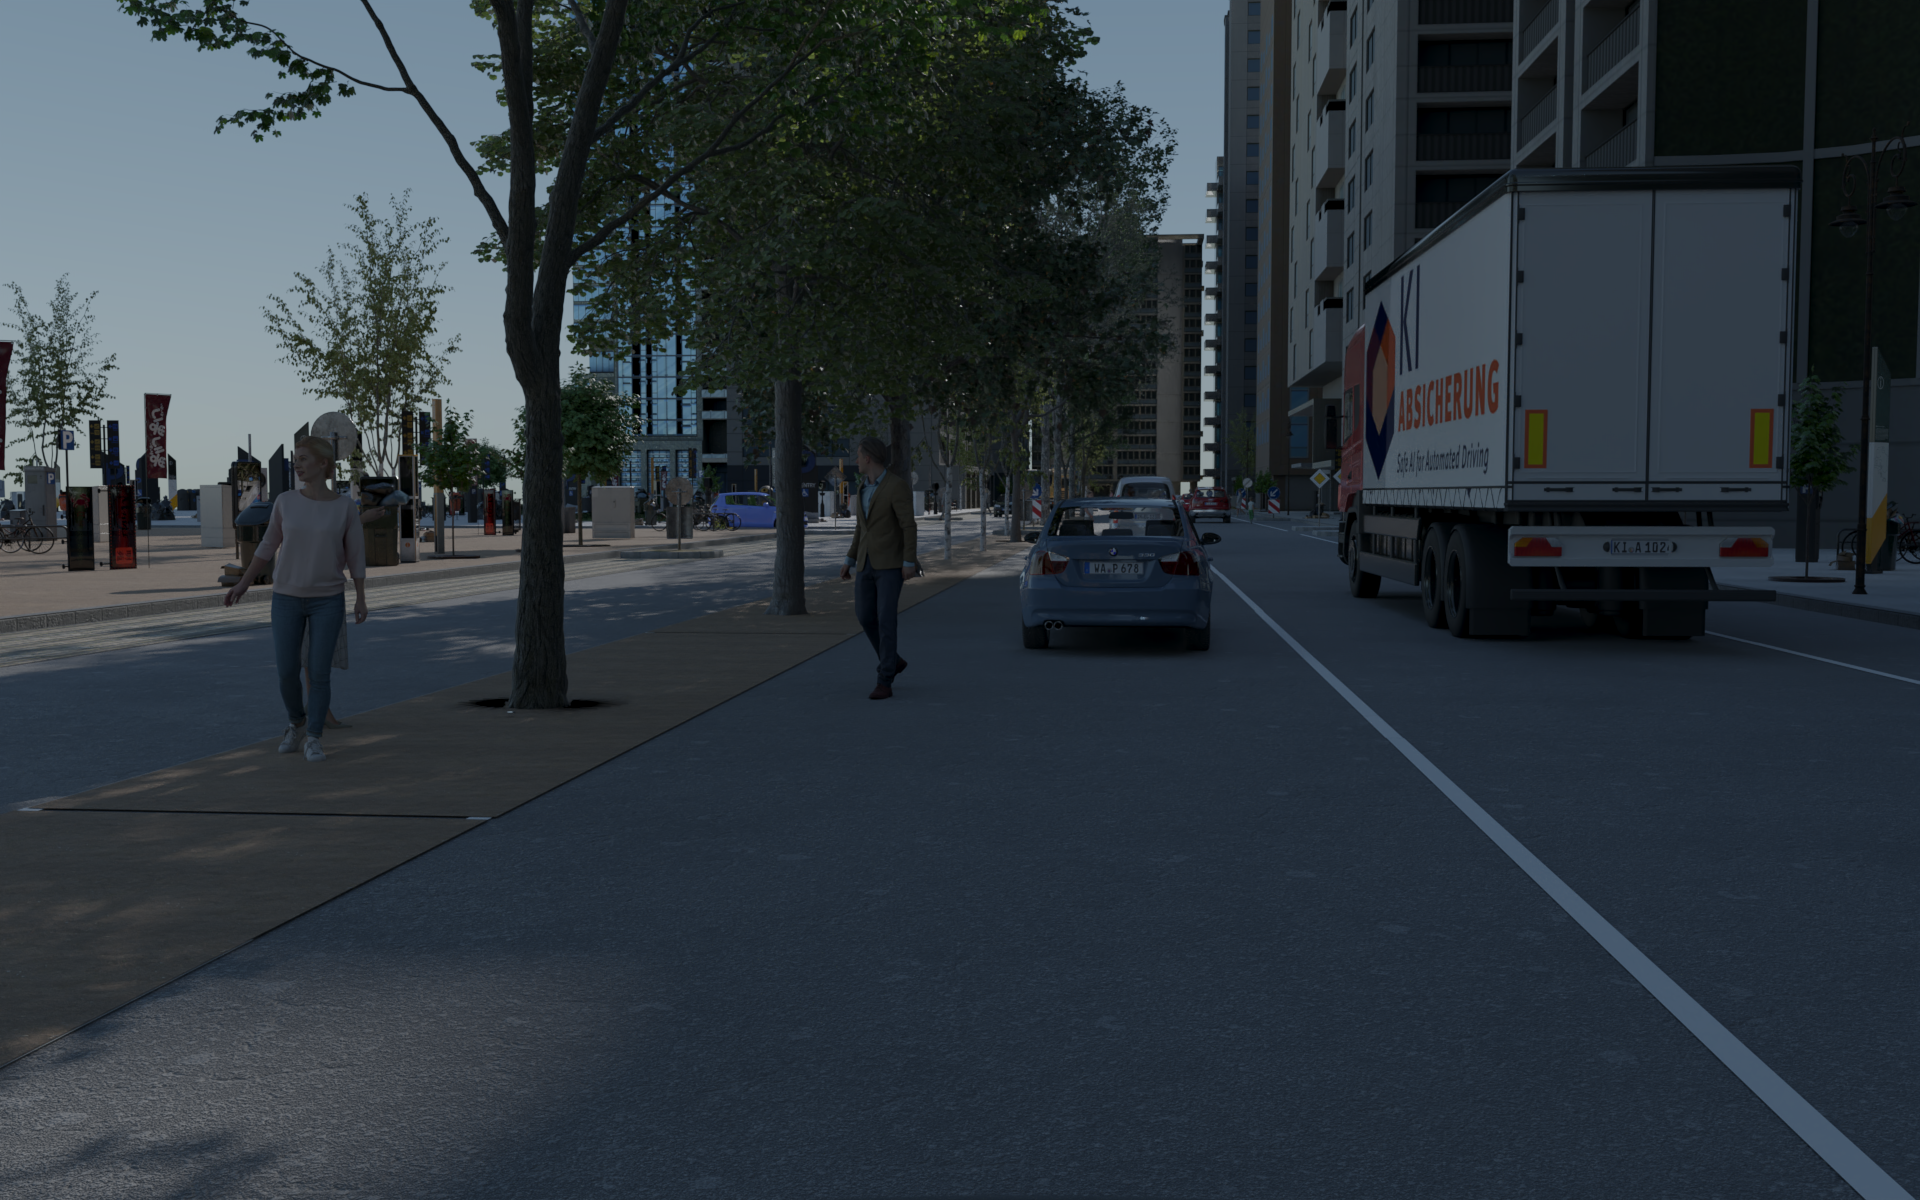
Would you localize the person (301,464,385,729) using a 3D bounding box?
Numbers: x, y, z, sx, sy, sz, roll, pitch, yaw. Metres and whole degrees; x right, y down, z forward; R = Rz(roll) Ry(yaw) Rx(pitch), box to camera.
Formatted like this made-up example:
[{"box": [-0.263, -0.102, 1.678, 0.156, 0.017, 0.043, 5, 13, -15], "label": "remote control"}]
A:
[{"box": [-3.816, -0.093, 10.584, 0.524, 1.755, 0.480, -2, 4, -32], "label": "person"}]

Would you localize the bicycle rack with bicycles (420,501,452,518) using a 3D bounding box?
[{"box": [-29.354, -4.939, 94.127, 2.925, 0.926, 2.852, 3, 4, 38], "label": "bicycle rack with bicycles"}]

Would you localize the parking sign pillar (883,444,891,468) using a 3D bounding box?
[{"box": [-4.113, -6.181, 89.527, 1.447, 3.967, 1.447, -1, 4, -18], "label": "parking sign pillar"}]

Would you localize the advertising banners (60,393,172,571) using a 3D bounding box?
[{"box": [-14.324, -2.038, 29.502, 0.090, 3.025, 2.074, 2, 4, 31], "label": "advertising banners"}]

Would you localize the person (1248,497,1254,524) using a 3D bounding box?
[{"box": [14.101, -4.351, 83.886, 0.306, 1.304, 0.590, 1, 4, 17], "label": "person"}]

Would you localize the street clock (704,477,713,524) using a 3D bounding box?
[{"box": [-10.906, -4.310, 75.034, 0.358, 2.002, 0.471, 1, 4, 15], "label": "street clock"}]

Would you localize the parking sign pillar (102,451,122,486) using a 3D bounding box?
[{"box": [-52.964, -7.339, 108.460, 1.447, 3.967, 1.447, -3, 4, -38], "label": "parking sign pillar"}]

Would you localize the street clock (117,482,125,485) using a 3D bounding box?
[{"box": [-50.648, -6.116, 104.570, 0.471, 2.002, 0.358, -1, 4, -21], "label": "street clock"}]

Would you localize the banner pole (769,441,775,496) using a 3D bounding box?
[{"box": [-8.865, -5.639, 82.217, 0.401, 3.779, 0.863, -3, 5, -44], "label": "banner pole"}]

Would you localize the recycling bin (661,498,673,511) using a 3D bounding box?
[{"box": [-21.159, -6.869, 124.858, 0.722, 1.027, 0.722, 1, 4, 9], "label": "recycling bin"}]

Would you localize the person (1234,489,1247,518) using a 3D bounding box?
[{"box": [17.039, -5.869, 105.210, 0.760, 1.731, 0.466, -1, 4, -10], "label": "person"}]

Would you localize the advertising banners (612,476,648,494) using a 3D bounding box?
[{"box": [-19.102, -6.319, 99.506, 2.074, 3.025, 0.090, -2, 4, -27], "label": "advertising banners"}]

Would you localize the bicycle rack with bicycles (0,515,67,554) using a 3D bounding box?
[{"box": [-20.595, -1.443, 36.974, 2.852, 0.926, 2.925, 3, 4, 39], "label": "bicycle rack with bicycles"}]

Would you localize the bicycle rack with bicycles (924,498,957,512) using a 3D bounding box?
[{"box": [-1.584, -7.925, 142.958, 2.852, 0.926, 2.925, 0, 4, -6], "label": "bicycle rack with bicycles"}]

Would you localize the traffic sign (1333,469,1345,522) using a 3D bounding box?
[{"box": [13.308, -3.449, 60.027, 0.795, 2.450, 0.064, 0, 4, 6], "label": "traffic sign"}]

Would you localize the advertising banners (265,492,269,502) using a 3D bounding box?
[{"box": [-48.665, -7.630, 120.932, 2.074, 3.025, 0.090, 2, 4, 25], "label": "advertising banners"}]

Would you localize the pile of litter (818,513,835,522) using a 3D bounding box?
[{"box": [-6.866, -3.998, 79.333, 1.719, 0.858, 1.176, 3, 5, 41], "label": "pile of litter"}]

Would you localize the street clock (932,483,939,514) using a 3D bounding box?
[{"box": [-1.536, -6.379, 108.863, 0.358, 2.002, 0.471, 3, 5, 41], "label": "street clock"}]

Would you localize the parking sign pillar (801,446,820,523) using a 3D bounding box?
[{"box": [-6.924, -5.373, 76.326, 1.447, 3.967, 1.447, -2, 4, -28], "label": "parking sign pillar"}]

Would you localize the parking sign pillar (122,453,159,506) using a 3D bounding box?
[{"box": [-42.238, -6.207, 89.949, 1.447, 3.967, 1.447, 1, 4, 12], "label": "parking sign pillar"}]

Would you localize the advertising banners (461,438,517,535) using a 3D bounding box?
[{"box": [-14.664, -3.538, 54.031, 2.074, 3.025, 0.090, 2, 4, 29], "label": "advertising banners"}]

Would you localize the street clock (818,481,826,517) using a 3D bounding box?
[{"box": [-7.598, -5.568, 95.611, 0.358, 2.002, 0.471, -2, 4, -35], "label": "street clock"}]

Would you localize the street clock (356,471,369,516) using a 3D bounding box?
[{"box": [-19.072, -3.102, 55.287, 0.471, 2.002, 0.358, 2, 4, 30], "label": "street clock"}]

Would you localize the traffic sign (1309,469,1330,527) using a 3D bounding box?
[{"box": [14.103, -3.935, 67.972, 0.795, 2.450, 0.064, 0, 4, 6], "label": "traffic sign"}]

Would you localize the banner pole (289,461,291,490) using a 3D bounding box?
[{"box": [-44.942, -7.681, 115.595, 0.863, 3.779, 0.401, 0, 4, 2], "label": "banner pole"}]

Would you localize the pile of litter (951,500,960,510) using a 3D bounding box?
[{"box": [-0.634, -7.719, 140.168, 1.176, 0.858, 1.719, 0, 4, -4], "label": "pile of litter"}]

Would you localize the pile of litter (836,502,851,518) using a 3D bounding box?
[{"box": [-6.440, -4.780, 92.123, 1.176, 0.858, 1.719, 3, 4, 36], "label": "pile of litter"}]

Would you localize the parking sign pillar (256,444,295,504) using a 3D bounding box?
[{"box": [-36.634, -6.404, 93.171, 1.447, 3.967, 1.447, 3, 4, 37], "label": "parking sign pillar"}]

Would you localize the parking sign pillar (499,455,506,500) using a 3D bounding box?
[{"box": [-31.313, -7.956, 118.551, 1.447, 3.967, 1.447, -1, 4, -12], "label": "parking sign pillar"}]

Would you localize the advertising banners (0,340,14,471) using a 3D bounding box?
[{"box": [-11.627, -1.409, 19.229, 2.074, 3.025, 0.090, -2, 4, -33], "label": "advertising banners"}]

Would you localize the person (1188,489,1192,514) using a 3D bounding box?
[{"box": [16.022, -6.875, 121.077, 0.590, 1.801, 0.661, 2, 4, 30], "label": "person"}]

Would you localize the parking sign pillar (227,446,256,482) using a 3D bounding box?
[{"box": [-39.924, -6.653, 97.242, 1.447, 3.967, 1.447, 0, 4, 3], "label": "parking sign pillar"}]

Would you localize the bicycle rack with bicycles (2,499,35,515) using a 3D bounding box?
[{"box": [-66.842, -6.671, 122.446, 2.852, 0.926, 2.925, -3, 4, -38], "label": "bicycle rack with bicycles"}]

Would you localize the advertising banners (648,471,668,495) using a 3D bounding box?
[{"box": [-23.294, -8.318, 132.191, 2.074, 3.025, 0.090, 1, 4, 9], "label": "advertising banners"}]

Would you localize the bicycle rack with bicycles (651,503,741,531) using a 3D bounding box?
[{"box": [-8.949, -2.872, 60.341, 2.925, 0.926, 2.852, 1, 4, 17], "label": "bicycle rack with bicycles"}]

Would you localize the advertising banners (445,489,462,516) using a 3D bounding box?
[{"box": [-30.193, -6.530, 102.960, 0.090, 3.025, 2.074, 2, 4, 31], "label": "advertising banners"}]

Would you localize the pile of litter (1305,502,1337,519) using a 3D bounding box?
[{"box": [18.853, -4.693, 90.688, 1.719, 0.858, 1.176, 2, 4, 33], "label": "pile of litter"}]

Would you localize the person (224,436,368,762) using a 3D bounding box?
[{"box": [-3.589, -0.012, 9.372, 0.731, 1.740, 0.598, -1, 4, -18], "label": "person"}]

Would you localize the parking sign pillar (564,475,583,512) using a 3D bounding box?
[{"box": [-27.984, -8.359, 125.149, 1.447, 3.967, 1.447, 2, 4, 30], "label": "parking sign pillar"}]

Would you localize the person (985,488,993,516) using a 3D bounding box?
[{"box": [1.759, -6.384, 113.053, 0.728, 1.800, 0.709, 1, 4, 9], "label": "person"}]

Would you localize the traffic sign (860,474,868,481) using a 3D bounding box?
[{"box": [-3.650, -4.044, 69.764, 0.795, 2.450, 0.064, 0, 4, 6], "label": "traffic sign"}]

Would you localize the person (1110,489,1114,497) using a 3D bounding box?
[{"box": [12.044, -7.922, 138.030, 0.388, 1.821, 0.555, 0, 4, 2], "label": "person"}]

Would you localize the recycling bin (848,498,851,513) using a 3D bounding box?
[{"box": [-7.427, -6.459, 118.152, 0.722, 1.027, 0.722, 1, 4, 13], "label": "recycling bin"}]

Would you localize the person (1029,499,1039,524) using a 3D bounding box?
[{"box": [3.537, -4.529, 82.800, 0.529, 1.795, 0.600, 3, 4, 38], "label": "person"}]

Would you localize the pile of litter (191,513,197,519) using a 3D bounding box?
[{"box": [-40.012, -4.734, 91.371, 1.176, 0.858, 1.719, 0, 4, -5], "label": "pile of litter"}]

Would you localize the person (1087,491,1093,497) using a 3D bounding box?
[{"box": [3.630, -2.292, 48.566, 0.523, 1.515, 0.503, -1, 4, -13], "label": "person"}]

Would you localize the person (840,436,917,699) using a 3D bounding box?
[{"box": [-0.582, -0.245, 12.413, 0.656, 1.842, 0.836, 1, 4, 15], "label": "person"}]

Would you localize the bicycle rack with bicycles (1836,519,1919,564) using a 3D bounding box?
[{"box": [17.884, -1.170, 32.514, 2.925, 0.926, 2.852, 1, 4, 15], "label": "bicycle rack with bicycles"}]

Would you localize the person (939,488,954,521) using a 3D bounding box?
[{"box": [-0.748, -5.127, 92.608, 0.850, 1.792, 0.678, 1, 4, 14], "label": "person"}]

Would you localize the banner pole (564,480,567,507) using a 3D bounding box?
[{"box": [-32.474, -9.258, 141.382, 0.401, 3.779, 0.863, 3, 5, 41], "label": "banner pole"}]

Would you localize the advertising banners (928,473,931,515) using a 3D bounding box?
[{"box": [-1.874, -6.722, 106.092, 0.090, 3.025, 2.074, 0, 4, 2], "label": "advertising banners"}]
